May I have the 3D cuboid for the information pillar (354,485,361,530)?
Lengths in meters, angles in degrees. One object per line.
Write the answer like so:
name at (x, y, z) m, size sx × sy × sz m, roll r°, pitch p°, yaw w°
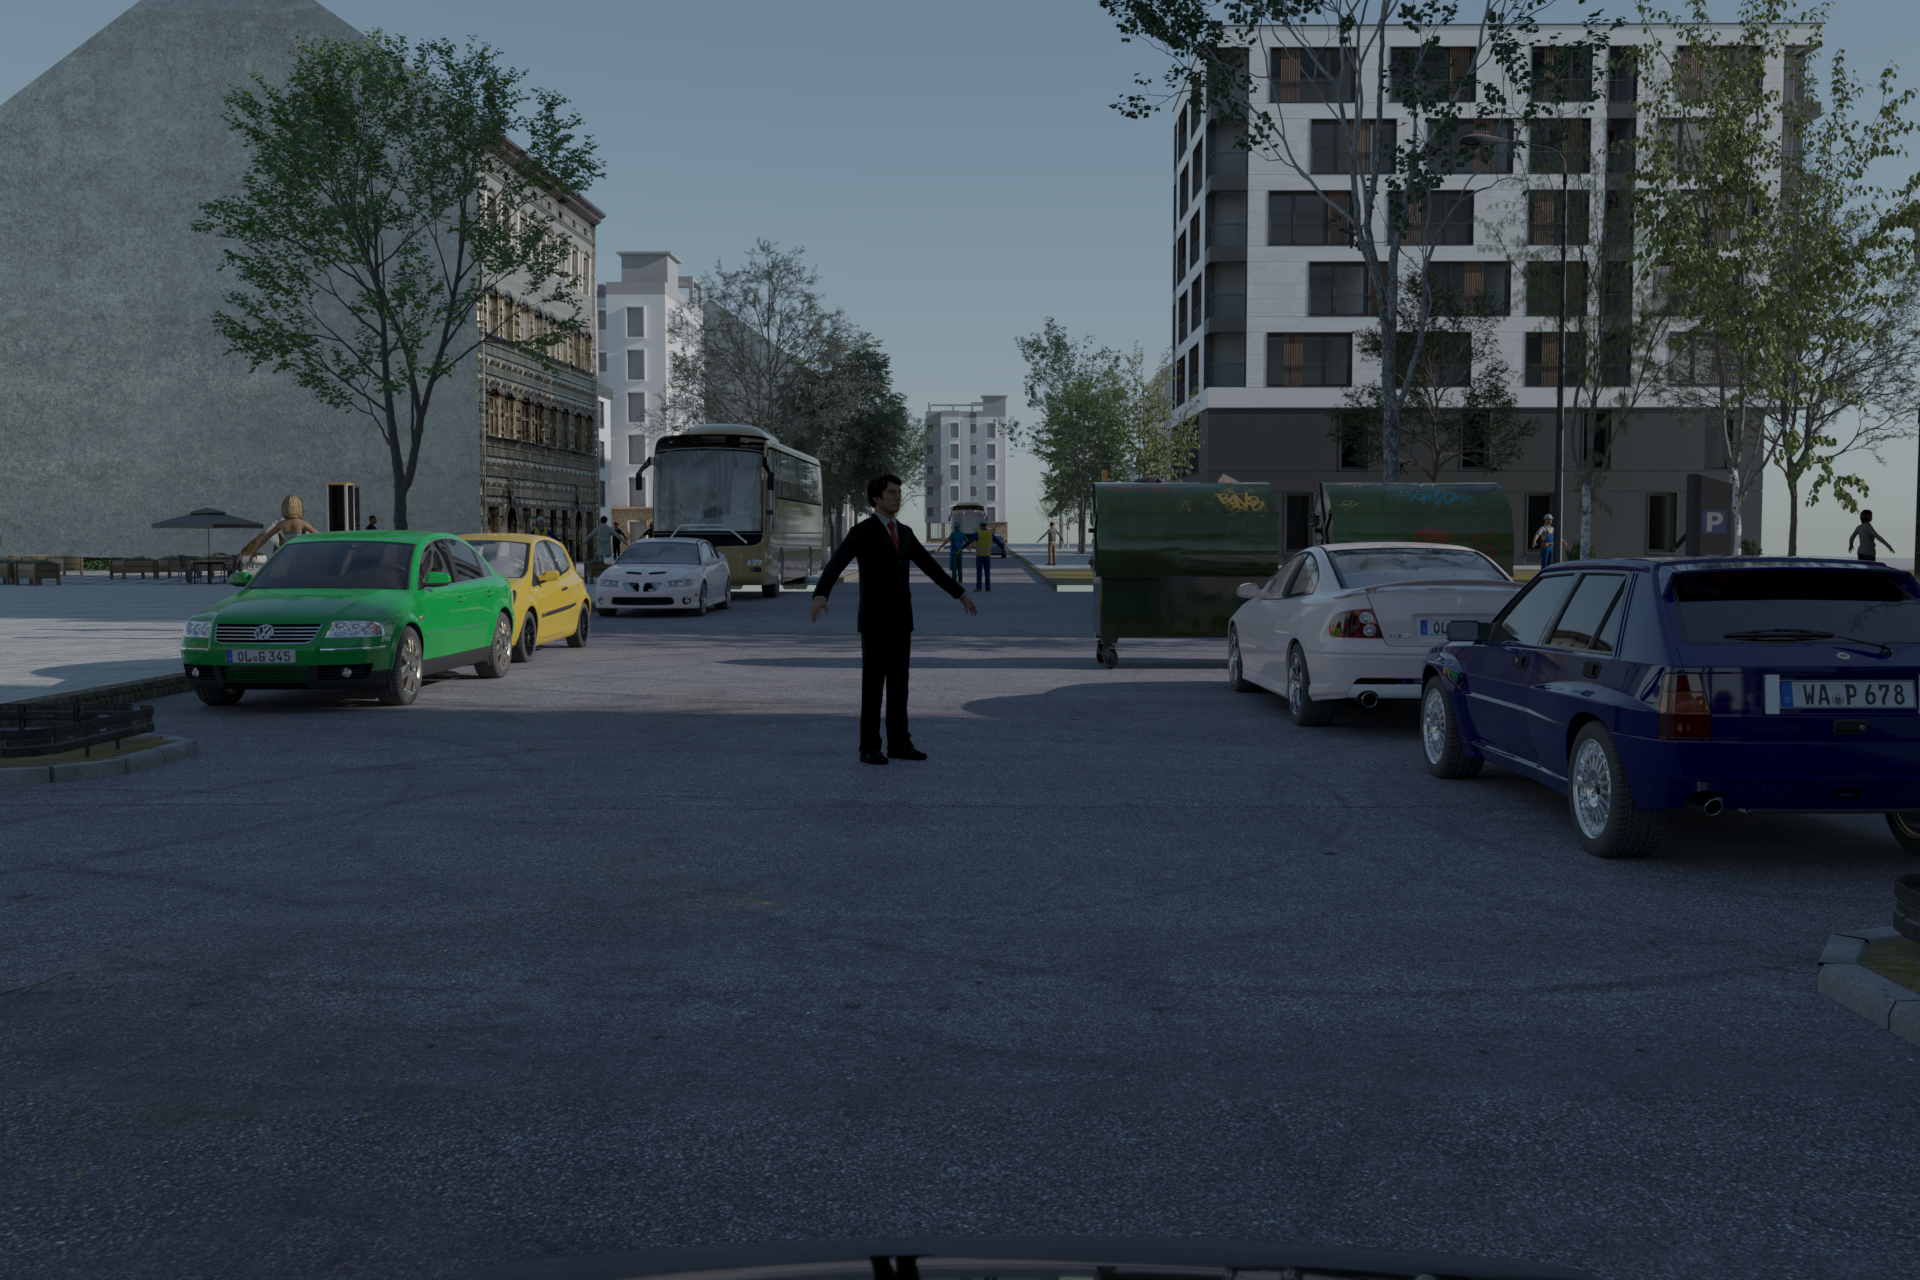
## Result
information pillar at (-9.248, -1.326, 26.172) m, size 0.304 × 2.012 × 0.304 m, roll 0°, pitch 4°, yaw 1°

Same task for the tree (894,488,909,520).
tree at (-8.399, -17.345, 233.947) m, size 4.360 × 8.622 × 3.978 m, roll 0°, pitch 3°, yaw 0°

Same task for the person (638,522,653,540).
person at (-14.138, -4.513, 79.569) m, size 1.354 × 1.856 × 0.705 m, roll -1°, pitch 4°, yaw -12°

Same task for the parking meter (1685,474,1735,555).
parking meter at (7.307, -0.684, 16.900) m, size 0.399 × 1.863 × 0.255 m, roll 0°, pitch 4°, yaw 1°

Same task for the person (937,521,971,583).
person at (-0.122, -2.561, 50.451) m, size 1.347 × 1.817 × 0.704 m, roll -3°, pitch 5°, yaw -44°

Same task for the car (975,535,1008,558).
car at (1.893, -5.652, 104.407) m, size 2.014 × 1.417 × 4.499 m, roll 0°, pitch 4°, yaw 0°

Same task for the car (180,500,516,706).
car at (-5.442, -0.434, 15.885) m, size 1.959 × 1.807 × 4.718 m, roll 0°, pitch 4°, yaw 1°

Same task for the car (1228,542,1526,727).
car at (3.412, -0.118, 14.286) m, size 2.083 × 1.381 × 4.827 m, roll 0°, pitch 4°, yaw 0°

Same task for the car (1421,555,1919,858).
car at (3.645, 0.219, 9.005) m, size 1.945 × 1.354 × 3.894 m, roll 0°, pitch 4°, yaw 0°

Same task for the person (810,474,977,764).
person at (-0.447, -0.139, 10.914) m, size 1.347 × 1.806 × 0.705 m, roll -3°, pitch 5°, yaw -43°

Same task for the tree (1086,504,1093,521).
tree at (18.913, -17.324, 233.604) m, size 4.360 × 8.622 × 3.978 m, roll 0°, pitch 3°, yaw 0°

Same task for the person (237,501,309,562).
person at (-8.874, -0.982, 22.827) m, size 1.217 × 1.736 × 0.721 m, roll -2°, pitch 4°, yaw -33°

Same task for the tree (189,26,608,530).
tree at (-11.175, -6.670, 34.804) m, size 9.928 × 11.665 × 9.643 m, roll 0°, pitch 3°, yaw 0°

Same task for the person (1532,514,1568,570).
person at (16.759, -2.660, 49.349) m, size 1.347 × 1.847 × 0.705 m, roll -2°, pitch 4°, yaw -28°

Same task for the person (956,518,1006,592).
person at (0.567, -2.124, 43.160) m, size 1.349 × 1.833 × 0.705 m, roll -1°, pitch 4°, yaw -22°

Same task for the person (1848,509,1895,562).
person at (16.918, -1.556, 32.203) m, size 0.721 × 1.744 × 1.215 m, roll -1°, pitch 4°, yaw -9°

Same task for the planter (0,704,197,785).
planter at (-5.960, 0.633, 10.787) m, size 1.991 × 0.319 × 1.994 m, roll 0°, pitch 4°, yaw 1°

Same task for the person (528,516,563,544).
person at (-11.419, -2.494, 47.244) m, size 1.216 × 1.772 × 0.721 m, roll -1°, pitch 4°, yaw -19°

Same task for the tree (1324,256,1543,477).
tree at (15.925, -7.602, 58.701) m, size 7.601 × 10.594 × 8.767 m, roll 0°, pitch 4°, yaw 5°

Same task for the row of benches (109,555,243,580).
row of benches at (-22.773, -2.150, 50.608) m, size 1.422 × 0.672 × 4.104 m, roll 2°, pitch 4°, yaw 30°

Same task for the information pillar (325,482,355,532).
information pillar at (-8.858, -1.242, 24.806) m, size 0.304 × 2.012 × 0.304 m, roll 0°, pitch 4°, yaw 1°

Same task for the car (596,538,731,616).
car at (-5.351, -1.182, 31.694) m, size 2.083 × 1.381 × 4.827 m, roll 0°, pitch 4°, yaw 1°

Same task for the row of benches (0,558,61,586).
row of benches at (-24.223, -1.761, 44.256) m, size 4.104 × 0.672 × 1.422 m, roll 3°, pitch 4°, yaw 37°

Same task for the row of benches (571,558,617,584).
row of benches at (-9.241, -1.804, 44.959) m, size 4.104 × 0.672 × 1.422 m, roll -2°, pitch 4°, yaw -28°

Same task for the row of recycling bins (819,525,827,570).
row of recycling bins at (-5.328, -3.391, 62.559) m, size 1.069 × 1.692 × 3.534 m, roll 0°, pitch 4°, yaw 2°

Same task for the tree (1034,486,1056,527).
tree at (12.670, -17.342, 233.900) m, size 4.360 × 8.622 × 3.978 m, roll 0°, pitch 3°, yaw 0°

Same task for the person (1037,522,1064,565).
person at (3.757, -3.968, 71.149) m, size 1.348 × 1.796 × 0.705 m, roll -2°, pitch 4°, yaw -33°

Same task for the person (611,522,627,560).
person at (-15.874, -4.526, 79.936) m, size 1.347 × 1.837 × 0.705 m, roll 2°, pitch 4°, yaw 26°

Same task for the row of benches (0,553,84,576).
row of benches at (-29.072, -2.403, 54.748) m, size 4.104 × 0.672 × 1.422 m, roll 2°, pitch 4°, yaw 33°

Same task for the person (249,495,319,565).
person at (-8.013, -0.877, 20.956) m, size 1.214 × 1.753 × 0.721 m, roll 0°, pitch 4°, yaw 1°

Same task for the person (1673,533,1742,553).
person at (15.116, -1.776, 35.098) m, size 1.348 × 1.821 × 0.705 m, roll 3°, pitch 5°, yaw 41°

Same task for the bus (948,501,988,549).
bus at (0.693, -8.713, 133.998) m, size 2.896 × 3.916 × 12.252 m, roll 0°, pitch 4°, yaw 1°

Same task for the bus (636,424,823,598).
bus at (-5.214, -3.101, 42.254) m, size 2.896 × 3.916 × 12.252 m, roll 0°, pitch 4°, yaw 1°

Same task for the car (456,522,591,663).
car at (-5.609, -0.630, 20.532) m, size 2.015 × 1.641 × 3.980 m, roll 0°, pitch 4°, yaw 1°

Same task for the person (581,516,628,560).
person at (-10.242, -2.674, 49.911) m, size 1.347 × 1.806 × 0.705 m, roll 0°, pitch 4°, yaw -5°

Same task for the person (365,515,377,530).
person at (-16.222, -2.552, 47.948) m, size 0.704 × 1.802 × 1.346 m, roll 0°, pitch 4°, yaw 4°

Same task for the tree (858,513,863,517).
tree at (-17.359, -20.262, 237.936) m, size 9.857 × 13.997 × 8.962 m, roll 0°, pitch 3°, yaw 0°
